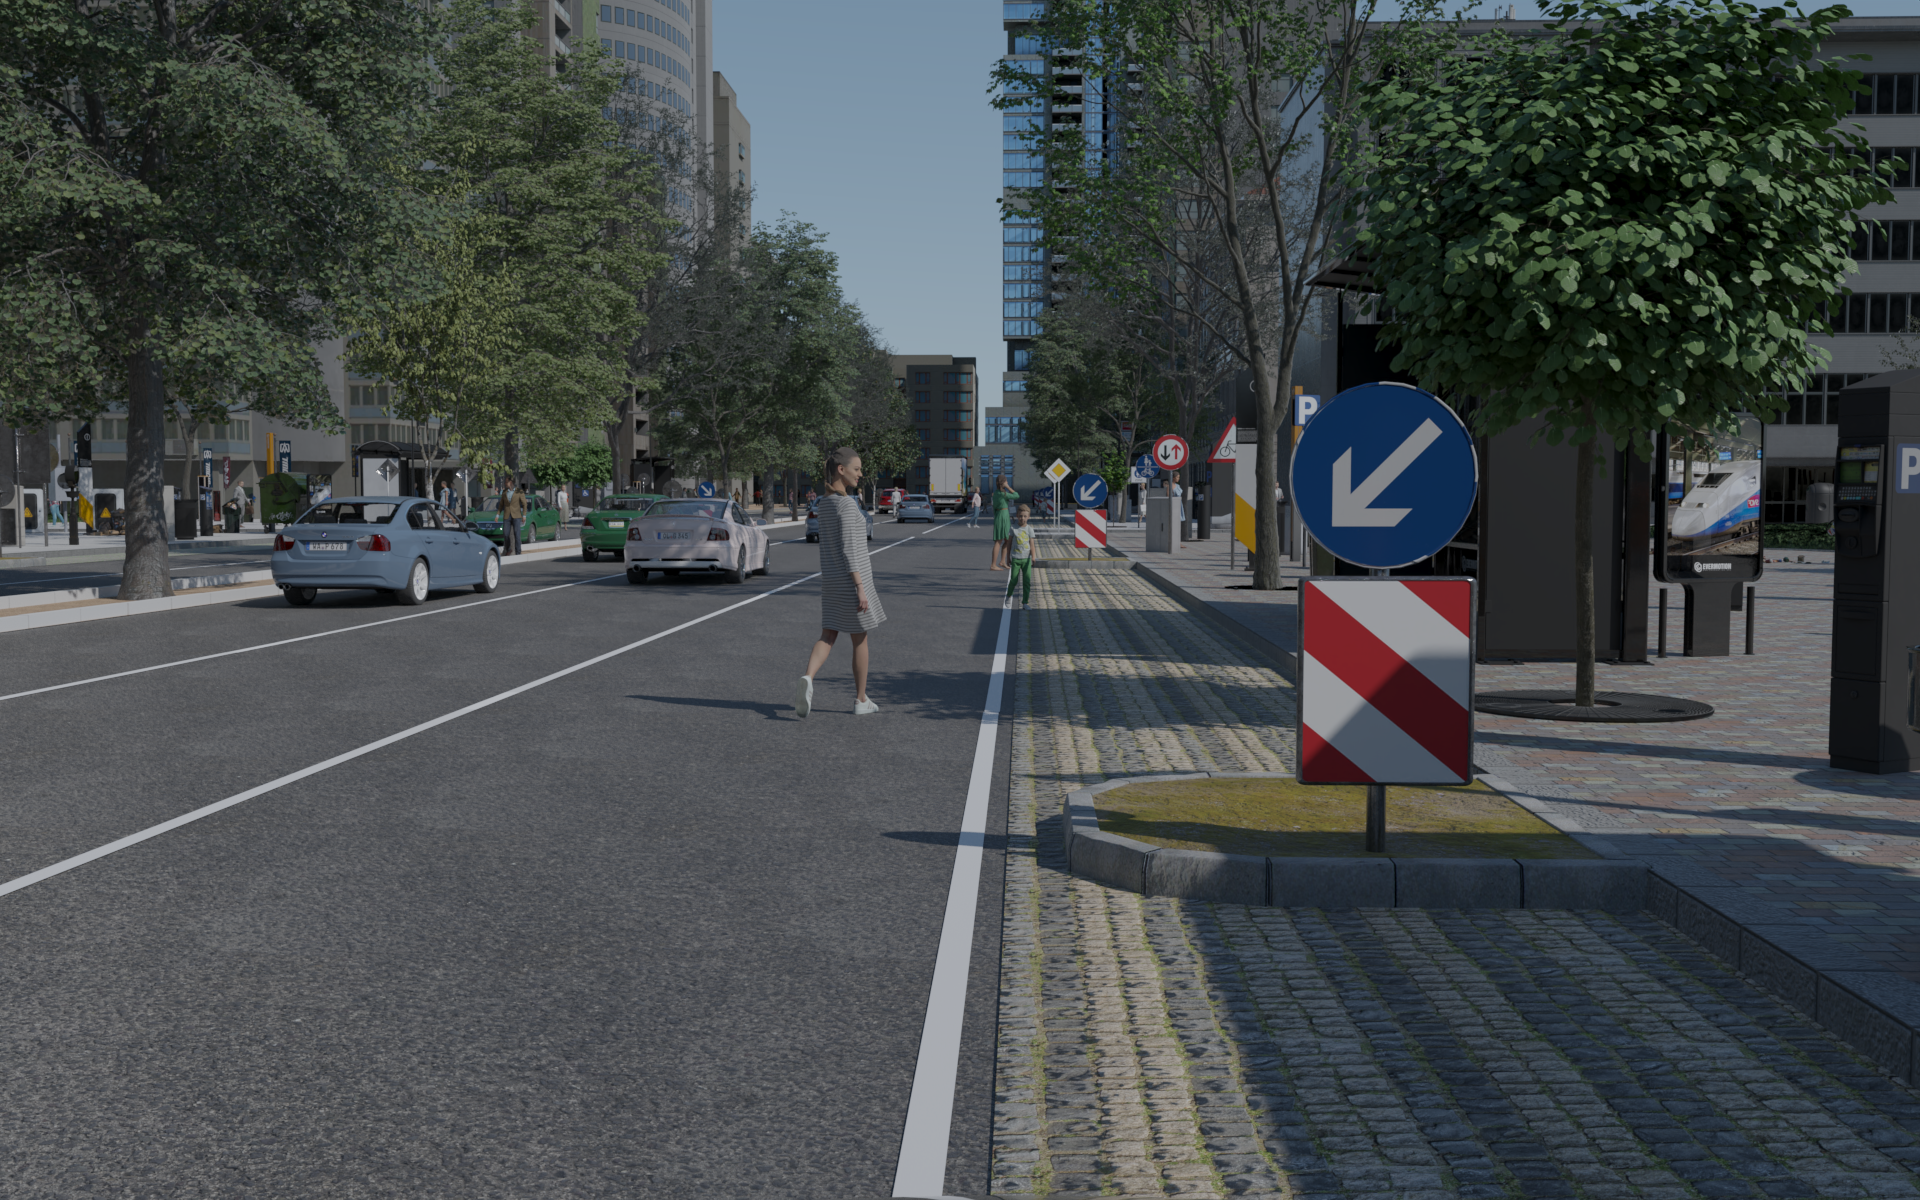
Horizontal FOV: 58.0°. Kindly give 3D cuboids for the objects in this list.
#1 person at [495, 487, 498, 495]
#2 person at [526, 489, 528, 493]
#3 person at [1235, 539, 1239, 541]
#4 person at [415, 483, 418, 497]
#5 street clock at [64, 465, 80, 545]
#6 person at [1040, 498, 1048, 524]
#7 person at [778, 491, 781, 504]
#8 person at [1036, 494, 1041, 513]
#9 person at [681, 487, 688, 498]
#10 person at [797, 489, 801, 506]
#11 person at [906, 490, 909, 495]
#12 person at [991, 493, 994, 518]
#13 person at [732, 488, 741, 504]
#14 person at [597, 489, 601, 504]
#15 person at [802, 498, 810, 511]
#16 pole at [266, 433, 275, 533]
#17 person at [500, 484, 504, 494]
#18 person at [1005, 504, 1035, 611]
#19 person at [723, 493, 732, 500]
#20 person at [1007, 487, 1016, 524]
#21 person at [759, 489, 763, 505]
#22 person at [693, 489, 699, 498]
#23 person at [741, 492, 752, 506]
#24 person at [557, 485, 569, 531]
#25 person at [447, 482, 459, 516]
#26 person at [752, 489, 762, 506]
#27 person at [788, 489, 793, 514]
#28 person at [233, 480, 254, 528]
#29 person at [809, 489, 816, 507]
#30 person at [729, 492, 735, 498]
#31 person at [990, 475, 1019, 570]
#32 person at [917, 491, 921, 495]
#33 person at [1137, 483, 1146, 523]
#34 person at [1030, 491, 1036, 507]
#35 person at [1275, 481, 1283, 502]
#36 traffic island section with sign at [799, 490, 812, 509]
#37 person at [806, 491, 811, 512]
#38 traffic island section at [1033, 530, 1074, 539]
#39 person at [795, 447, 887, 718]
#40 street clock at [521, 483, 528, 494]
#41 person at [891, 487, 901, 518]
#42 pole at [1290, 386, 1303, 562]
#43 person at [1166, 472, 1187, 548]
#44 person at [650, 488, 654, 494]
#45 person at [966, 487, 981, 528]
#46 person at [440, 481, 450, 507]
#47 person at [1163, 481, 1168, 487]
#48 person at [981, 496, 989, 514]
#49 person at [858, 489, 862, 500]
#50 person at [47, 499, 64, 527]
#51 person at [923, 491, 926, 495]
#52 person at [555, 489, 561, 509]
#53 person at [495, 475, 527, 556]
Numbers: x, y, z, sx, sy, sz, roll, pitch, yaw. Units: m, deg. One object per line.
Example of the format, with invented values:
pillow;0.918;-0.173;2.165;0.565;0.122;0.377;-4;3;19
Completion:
person;-31.847;-6.906;119.320;0.532;1.782;0.716;-1;4;-22
person;-24.303;-5.544;96.967;0.850;1.792;0.678;-3;5;-42
person;7.732;-2.433;46.221;0.834;1.777;0.661;2;4;28
person;-25.577;-4.589;81.103;0.654;1.822;0.581;0;4;2
street clock;-22.288;-2.382;43.514;0.358;2.002;0.471;-1;4;-12
person;3.981;-4.223;82.231;0.352;1.250;0.332;-2;4;-29
person;-22.493;-12.819;216.458;0.721;1.723;1.217;0;4;1
person;6.046;-7.371;129.139;0.853;1.813;0.709;-3;5;-44
person;-15.345;-5.394;96.801;0.767;1.812;0.694;-1;4;-19
person;-17.704;-11.233;189.717;0.705;1.822;1.348;1;4;18
person;-4.796;-8.872;154.080;0.617;1.759;0.750;-2;4;-25
person;2.076;-5.684;104.026;0.503;1.515;0.523;1;4;13
person;-18.983;-8.628;147.199;0.705;1.812;1.348;-3;5;-43
person;-21.796;-5.946;103.541;0.573;1.790;0.520;1;4;17
person;-11.894;-7.511;136.807;1.012;1.151;0.738;3;5;43
pole;-22.972;-3.907;57.724;0.158;3.312;0.155;0;3;0
person;-17.856;-3.623;67.600;0.748;1.841;0.638;1;4;9
person;0.737;-0.528;21.389;0.306;1.304;0.590;-1;4;-23
person;-13.524;-5.650;100.904;0.660;1.820;0.620;2;4;25
person;2.469;-4.552;83.273;0.624;1.780;0.694;-1;4;-18
person;-22.568;-11.662;196.733;1.348;1.823;0.705;3;4;38
person;-21.958;-8.380;143.841;0.721;1.735;1.217;-2;4;-30
person;-19.127;-9.073;155.112;1.217;1.735;0.721;2;4;24
person;-15.592;-3.616;67.855;0.478;1.798;0.641;-3;5;-39
person;-23.373;-4.507;79.754;0.581;1.822;0.654;-3;4;-38
person;-21.780;-11.043;186.557;1.348;1.831;0.705;0;4;4
person;-12.416;-7.248;127.019;0.555;1.821;0.388;3;5;40
person;-27.555;-3.682;66.365;0.853;1.813;0.709;0;4;3
person;-10.838;-7.252;127.077;0.555;1.821;0.388;1;4;19
person;-18.965;-8.240;141.451;1.217;1.739;0.721;1;4;12
person;0.762;-1.457;32.562;0.529;1.795;0.600;-2;4;-33
person;-4.264;-10.291;177.470;1.217;1.735;0.721;1;4;11
person;8.145;-4.304;76.768;0.624;1.780;0.694;0;4;-6
person;7.759;-10.720;184.449;0.721;1.739;1.217;-2;4;-27
person;12.674;-3.851;69.213;0.606;1.804;0.583;-1;4;-16
traffic island section with sign;-14.384;-9.679;166.875;1.989;1.847;2.006;0;4;2
person;-12.299;-8.010;140.927;0.415;1.643;0.593;1;4;19
traffic island section;3.236;-2.067;56.072;2.009;0.180;2.903;0;4;2
person;-0.762;-0.114;11.115;0.466;1.731;0.760;2;4;27
street clock;-23.503;-5.448;93.639;0.358;2.002;0.471;-3;5;-41
person;-3.730;-5.730;102.057;0.514;1.842;0.818;-3;5;-40
pole;6.374;-2.385;32.843;0.158;3.312;0.155;0;3;0
person;5.009;-2.126;40.895;0.778;1.811;0.616;3;5;42
person;-15.227;-4.688;85.900;0.760;1.731;0.466;-1;4;-14
person;0.565;-3.936;73.530;0.598;1.740;0.731;0;4;4
person;-21.289;-4.009;71.692;0.778;1.811;0.616;-1;4;-11
person;8.800;-4.119;73.361;0.822;1.834;0.622;0;4;5
person;1.869;-7.004;127.287;0.640;1.303;0.475;1;4;17
person;-5.658;-5.529;99.565;0.598;1.740;0.731;-1;4;-22
person;-35.198;-3.700;67.373;0.643;1.720;0.563;0;4;-6
person;-3.510;-9.627;166.712;0.445;1.727;0.742;-2;4;-33
person;-24.017;-5.959;103.890;0.576;1.772;0.534;-3;4;-36
person;-9.901;-1.820;38.172;0.656;1.842;0.836;-2;4;-25
